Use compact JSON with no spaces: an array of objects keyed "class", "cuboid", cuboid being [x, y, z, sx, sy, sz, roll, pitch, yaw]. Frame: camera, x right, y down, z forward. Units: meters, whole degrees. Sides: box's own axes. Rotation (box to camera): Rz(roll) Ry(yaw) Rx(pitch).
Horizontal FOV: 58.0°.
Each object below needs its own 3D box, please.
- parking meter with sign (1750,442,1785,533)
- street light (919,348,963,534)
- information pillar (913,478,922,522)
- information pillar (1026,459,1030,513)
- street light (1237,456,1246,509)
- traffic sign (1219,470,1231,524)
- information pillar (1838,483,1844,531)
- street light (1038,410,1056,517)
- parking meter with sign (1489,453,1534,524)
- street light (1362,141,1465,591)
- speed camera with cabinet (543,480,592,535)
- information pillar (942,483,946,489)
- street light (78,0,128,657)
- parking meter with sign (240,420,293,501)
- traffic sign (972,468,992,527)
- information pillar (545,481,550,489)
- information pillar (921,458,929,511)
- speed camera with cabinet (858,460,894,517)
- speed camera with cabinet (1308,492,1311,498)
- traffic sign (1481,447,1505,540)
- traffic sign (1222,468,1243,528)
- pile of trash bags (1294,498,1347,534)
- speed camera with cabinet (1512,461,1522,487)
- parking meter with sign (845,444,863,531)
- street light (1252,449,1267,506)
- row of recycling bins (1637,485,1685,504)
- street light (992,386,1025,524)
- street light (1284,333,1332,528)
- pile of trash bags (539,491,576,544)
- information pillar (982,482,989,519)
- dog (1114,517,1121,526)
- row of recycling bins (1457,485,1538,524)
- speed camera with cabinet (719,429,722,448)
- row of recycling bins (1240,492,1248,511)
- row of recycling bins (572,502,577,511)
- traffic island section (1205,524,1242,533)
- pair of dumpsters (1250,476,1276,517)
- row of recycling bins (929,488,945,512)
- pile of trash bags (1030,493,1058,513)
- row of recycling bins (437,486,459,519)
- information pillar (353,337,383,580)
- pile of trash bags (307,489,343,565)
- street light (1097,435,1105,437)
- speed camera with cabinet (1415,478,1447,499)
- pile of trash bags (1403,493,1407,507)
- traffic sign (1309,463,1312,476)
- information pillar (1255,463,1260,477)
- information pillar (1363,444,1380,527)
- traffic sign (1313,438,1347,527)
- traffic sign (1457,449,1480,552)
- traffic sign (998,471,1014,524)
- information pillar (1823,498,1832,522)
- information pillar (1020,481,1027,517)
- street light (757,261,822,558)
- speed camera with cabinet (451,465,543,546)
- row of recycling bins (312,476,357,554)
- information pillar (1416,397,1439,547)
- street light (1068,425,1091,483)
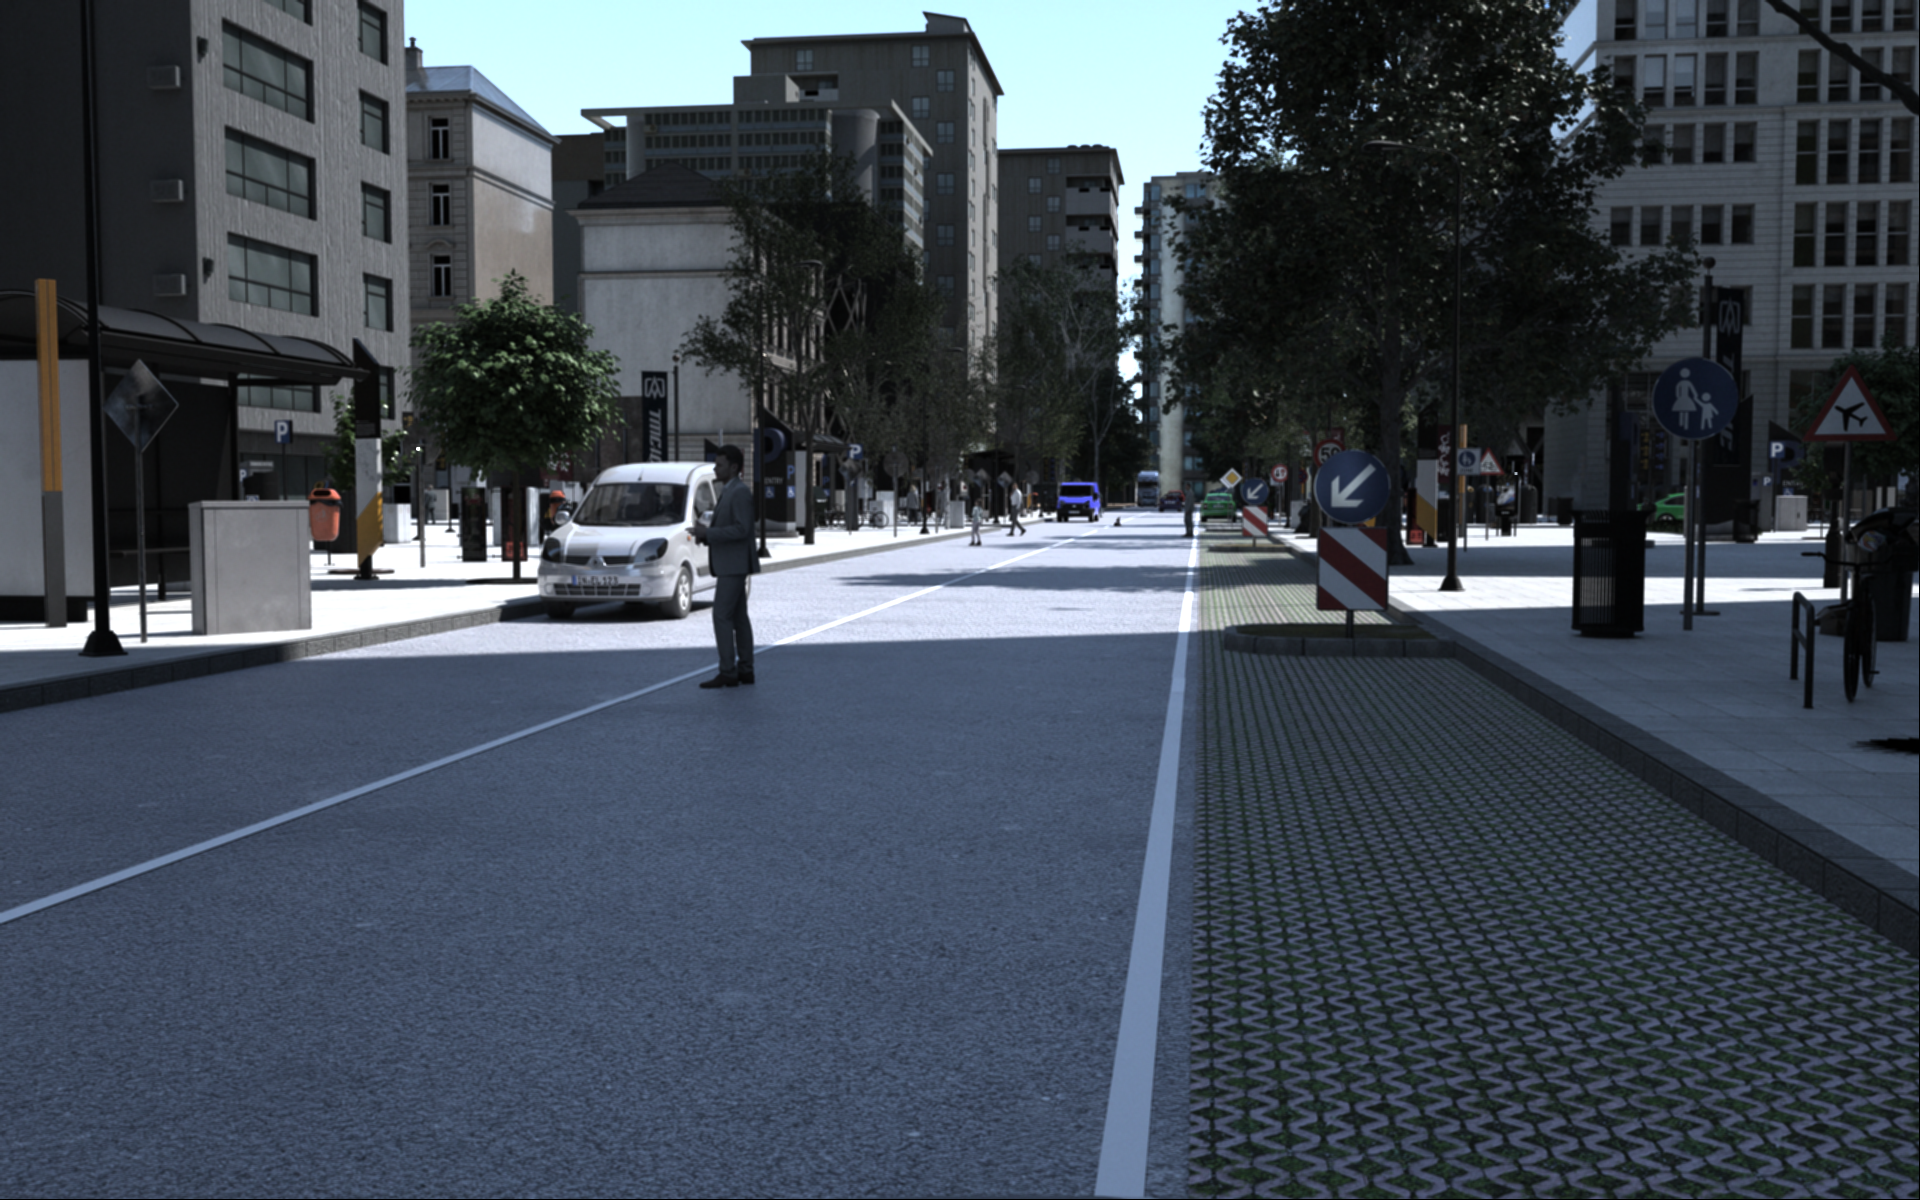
[{"class":"parking meter with sign","cuboid":[27.093,-3.806,58.482,0.543,3.016,1.738,0,4,-3]},{"class":"street light","cuboid":[-0.600,-5.064,55.345,1.470,5.913,1.316,0,4,8]},{"class":"information pillar","cuboid":[-1.946,-4.580,79.380,0.304,2.012,0.304,-1,4,-22]},{"class":"information pillar","cuboid":[4.497,-7.534,114.530,0.183,3.616,0.504,-2,4,-27]},{"class":"street light","cuboid":[14.424,-6.862,84.733,1.470,5.913,1.316,0,4,8]},{"class":"traffic sign","cuboid":[11.384,-4.267,73.414,0.795,2.450,0.064,0,4,8]},{"class":"information pillar","cuboid":[30.769,-3.413,60.290,0.304,2.012,0.304,1,4,12]},{"class":"street light","cuboid":[5.006,-7.503,95.211,1.470,5.913,1.316,0,4,8]},{"class":"parking meter with sign","cuboid":[23.327,-4.711,73.281,1.738,3.016,0.543,2,4,26]},{"class":"street light","cuboid":[5.989,-3.079,22.889,1.470,5.913,1.316,0,4,8]},{"class":"speed camera with cabinet","cuboid":[-12.324,-3.685,54.579,2.038,3.252,0.660,1,4,12]},{"class":"information pillar","cuboid":[-1.514,-8.882,149.715,0.304,2.012,0.304,1,4,22]},{"class":"street light","cuboid":[-6.292,-2.508,13.541,1.470,5.913,1.316,0,4,8]},{"class":"parking meter with sign","cuboid":[-16.391,-2.690,40.240,0.543,3.016,1.738,2,4,32]},{"class":"traffic sign","cuboid":[0.835,-3.865,66.831,0.795,2.450,0.064,0,4,8]},{"class":"information pillar","cuboid":[-22.427,-5.506,94.514,0.304,2.012,0.304,1,4,17]},{"class":"information pillar","cuboid":[-2.312,-7.499,113.969,0.504,3.616,0.183,0,4,0]},{"class":"speed camera with cabinet","cuboid":[-4.618,-6.225,96.120,2.038,3.252,0.660,-1,4,-23]},{"class":"speed camera with cabinet","cuboid":[30.518,-9.305,146.470,2.038,3.252,0.660,-1,4,-15]},{"class":"traffic sign","cuboid":[14.620,-2.935,47.988,0.884,2.594,0.081,1,4,15]},{"class":"traffic sign","cuboid":[10.287,-3.784,65.504,0.795,2.450,0.064,0,4,8]},{"class":"pile of trash bags","cuboid":[12.115,-2.795,55.446,1.912,1.369,3.447,-1,4,-13]},{"class":"speed camera with cabinet","cuboid":[33.123,-6.679,103.543,0.660,3.252,2.038,2,4,27]},{"class":"parking meter with sign","cuboid":[-3.782,-3.944,60.746,0.543,3.016,1.738,-1,4,-11]},{"class":"street light","cuboid":[11.756,-5.641,64.779,1.470,5.913,1.316,0,4,8]},{"class":"row of recycling bins","cuboid":[30.776,-4.268,76.887,3.534,1.692,1.069,-1,4,-21]},{"class":"street light","cuboid":[2.110,-6.238,74.533,1.470,5.913,1.316,0,4,8]},{"class":"street light","cuboid":[8.770,-4.352,43.691,1.470,5.913,1.316,0,4,8]},{"class":"pile of trash bags","cuboid":[-10.873,-2.210,45.878,1.912,1.369,3.447,0,4,-6]},{"class":"information pillar","cuboid":[1.279,-5.075,87.473,0.304,2.012,0.304,-2,4,-25]},{"class":"dog","cuboid":[7.093,-3.488,77.216,0.550,0.427,0.748,2,4,27]},{"class":"row of recycling bins","cuboid":[23.103,-4.141,74.824,3.534,1.692,1.069,0,4,1]},{"class":"speed camera with cabinet","cuboid":[-7.872,-3.589,53.011,0.660,3.252,2.038,-3,5,-42]},{"class":"row of recycling bins","cuboid":[23.017,-7.911,136.458,1.069,1.692,3.534,2,4,29]},{"class":"row of recycling bins","cuboid":[-12.209,-3.161,58.801,1.069,1.692,3.534,-3,5,-41]},{"class":"traffic island section","cuboid":[10.311,-2.648,65.578,2.009,0.180,2.903,0,4,8]},{"class":"pair of dumpsters","cuboid":[16.623,-5.683,95.406,1.574,2.255,4.437,0,4,8]},{"class":"row of recycling bins","cuboid":[-1.810,-7.132,123.716,1.069,1.692,3.534,-2,4,-33]},{"class":"pile of trash bags","cuboid":[7.097,-7.528,132.837,3.447,1.369,1.912,1,4,11]},{"class":"row of recycling bins","cuboid":[-26.018,-5.102,90.534,1.069,1.692,3.534,1,4,22]},{"class":"information pillar","cuboid":[-8.849,-2.111,25.875,0.504,3.616,0.183,2,4,31]},{"class":"pile of trash bags","cuboid":[-12.745,-1.288,30.817,3.447,1.369,1.912,0,4,-6]},{"class":"street light","cuboid":[10.802,-10.074,137.245,1.470,5.913,1.316,0,4,8]},{"class":"speed camera with cabinet","cuboid":[25.727,-6.101,94.090,0.660,3.252,2.038,-3,4,-38]},{"class":"pile of trash bags","cuboid":[29.774,-6.142,110.166,3.447,1.369,1.912,-1,4,-14]},{"class":"traffic sign","cuboid":[13.334,-3.927,64.308,0.768,2.556,0.104,1,4,14]},{"class":"information pillar","cuboid":[20.178,-7.739,117.893,0.504,3.616,0.183,-1,4,-16]},{"class":"information pillar","cuboid":[10.262,-3.151,42.875,0.504,3.616,0.183,0,4,-2]},{"class":"traffic sign","cuboid":[8.416,-2.405,39.427,0.768,2.556,0.104,1,4,9]},{"class":"traffic sign","cuboid":[11.249,-2.225,38.503,0.606,2.300,0.079,1,4,10]},{"class":"traffic sign","cuboid":[1.933,-4.349,74.740,0.795,2.450,0.064,0,4,8]},{"class":"information pillar","cuboid":[39.485,-4.542,78.760,0.304,2.012,0.304,3,4,36]},{"class":"information pillar","cuboid":[3.522,-5.613,96.267,0.304,2.012,0.304,3,5,43]},{"class":"street light","cuboid":[-3.439,-3.800,34.672,1.470,5.913,1.316,0,4,8]},{"class":"speed camera with cabinet","cuboid":[-11.486,-2.964,42.796,2.038,3.252,0.660,1,4,10]},{"class":"row of recycling bins","cuboid":[-13.754,-1.931,38.677,1.069,1.692,3.534,-2,4,-28]},{"class":"information pillar","cuboid":[11.283,-3.083,41.767,0.504,3.616,0.183,2,4,28]},{"class":"street light","cuboid":[7.804,-8.768,115.890,1.470,5.913,1.316,0,4,8]}]
